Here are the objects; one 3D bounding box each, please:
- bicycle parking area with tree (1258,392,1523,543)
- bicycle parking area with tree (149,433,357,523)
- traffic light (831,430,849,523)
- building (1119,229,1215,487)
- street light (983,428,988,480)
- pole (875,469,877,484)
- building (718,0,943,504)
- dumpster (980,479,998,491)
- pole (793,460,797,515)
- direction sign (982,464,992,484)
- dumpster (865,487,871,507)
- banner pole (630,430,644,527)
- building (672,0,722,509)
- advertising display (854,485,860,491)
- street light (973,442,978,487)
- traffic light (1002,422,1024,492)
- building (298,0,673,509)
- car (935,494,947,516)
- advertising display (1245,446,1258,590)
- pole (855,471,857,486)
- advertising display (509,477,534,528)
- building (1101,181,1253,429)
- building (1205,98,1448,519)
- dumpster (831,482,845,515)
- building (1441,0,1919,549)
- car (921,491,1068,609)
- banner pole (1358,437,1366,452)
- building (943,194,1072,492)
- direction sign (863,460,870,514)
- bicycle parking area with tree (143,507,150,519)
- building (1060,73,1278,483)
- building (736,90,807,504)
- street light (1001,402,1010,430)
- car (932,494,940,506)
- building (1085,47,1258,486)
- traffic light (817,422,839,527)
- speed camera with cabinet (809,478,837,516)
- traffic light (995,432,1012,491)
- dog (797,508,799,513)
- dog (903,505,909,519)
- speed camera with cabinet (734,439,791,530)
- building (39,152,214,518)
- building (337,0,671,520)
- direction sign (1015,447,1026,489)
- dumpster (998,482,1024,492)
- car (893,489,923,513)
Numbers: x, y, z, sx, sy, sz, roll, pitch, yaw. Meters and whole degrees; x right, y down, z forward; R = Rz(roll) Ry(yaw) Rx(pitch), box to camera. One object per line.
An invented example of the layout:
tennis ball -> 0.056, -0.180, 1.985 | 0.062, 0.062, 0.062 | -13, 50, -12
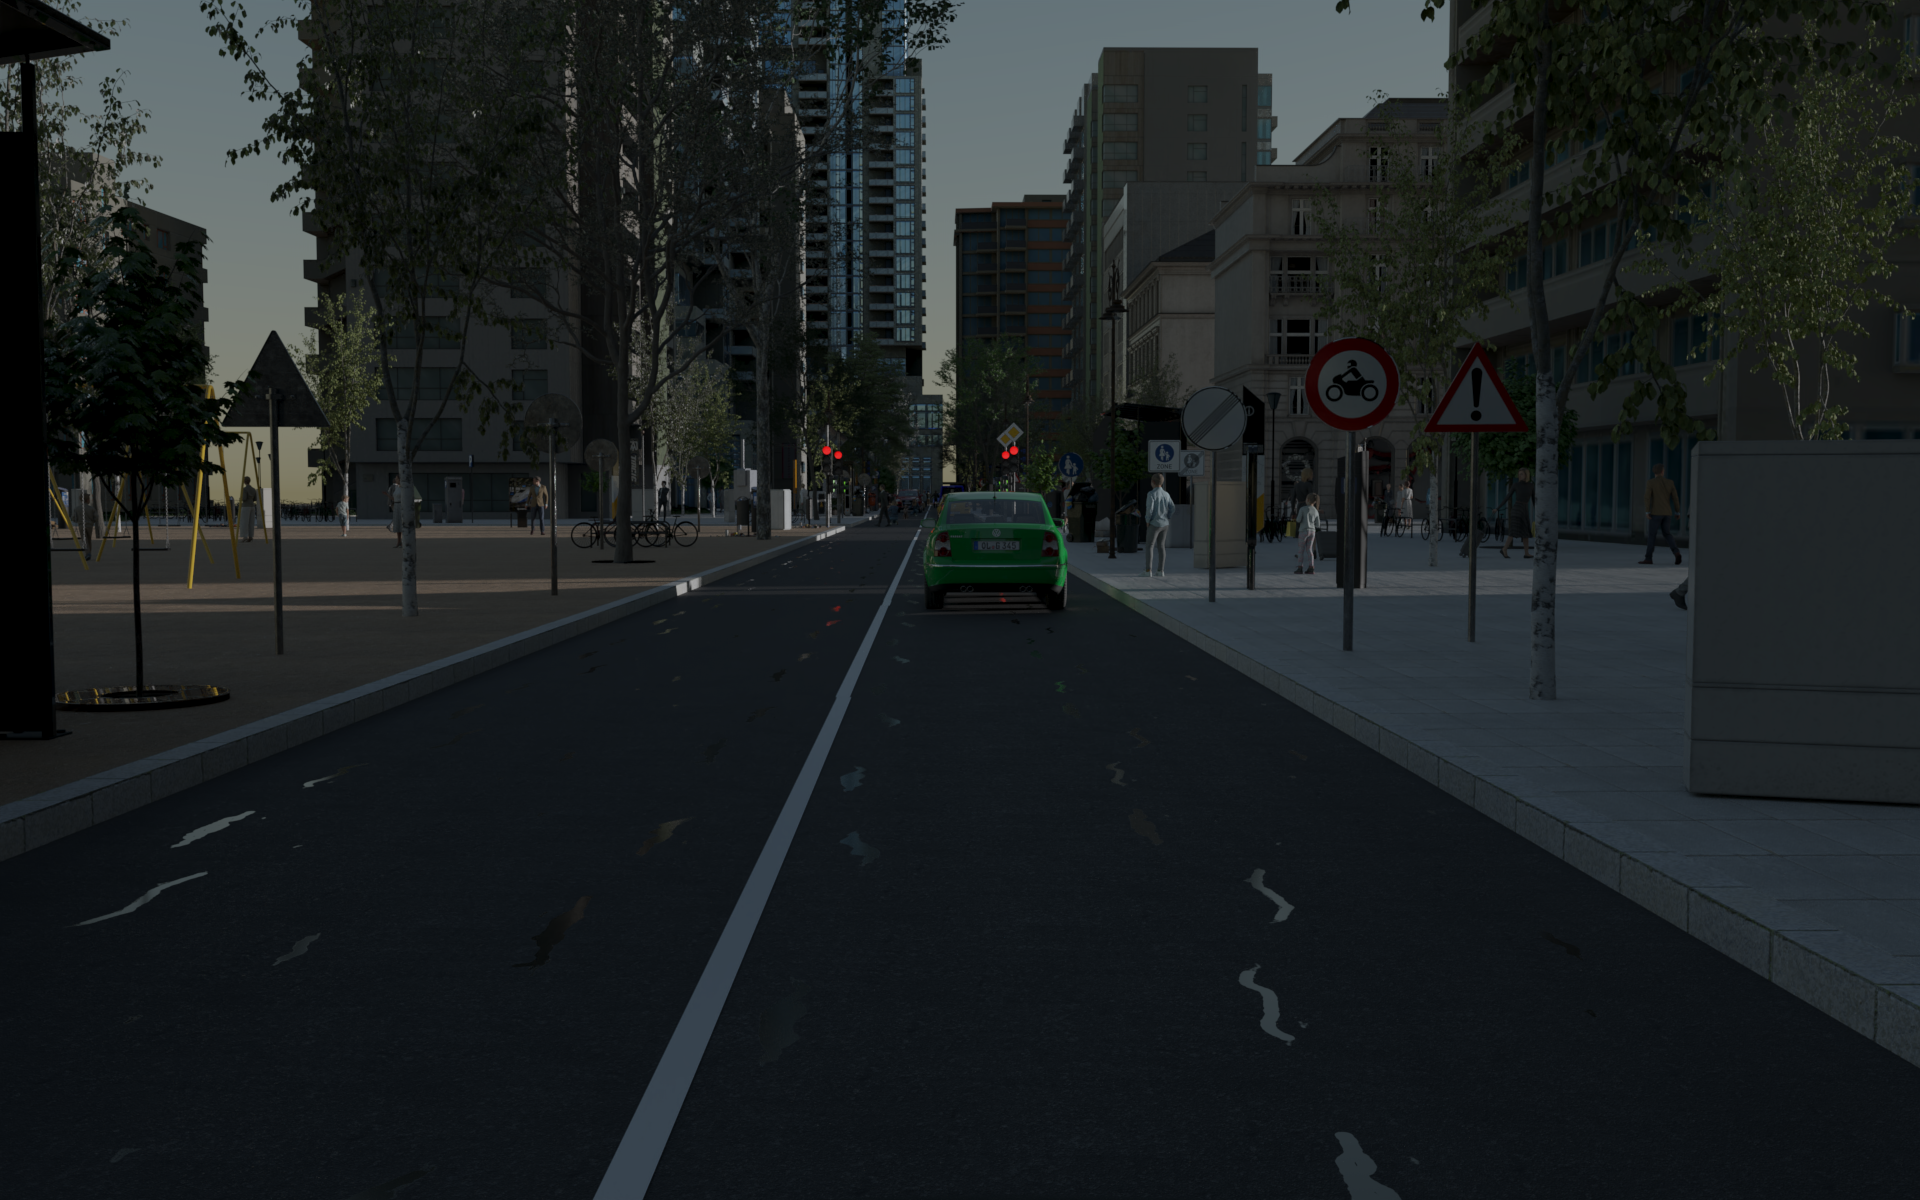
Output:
bicycle parking area with tree -> 11.393, -3.777, 48.754 | 8.231, 4.147, 9.016 | 1, 4, 13
bicycle parking area with tree -> -32.293, -5.722, 80.558 | 8.231, 4.147, 9.016 | -1, 4, -15
traffic light -> -5.288, -5.313, 75.788 | 0.839, 4.253, 0.868 | 0, 4, -1
building -> 17.461, -15.724, 121.712 | 10.561, 19.102, 19.286 | 0, 4, -1
street light -> 1.783, -8.940, 118.955 | 0.468, 5.910, 1.993 | 0, 4, -1
pole -> -6.587, -8.664, 135.503 | 0.158, 3.312, 0.155 | 0, 3, 0
building -> -18.073, -57.632, 254.958 | 31.000, 86.520, 22.319 | 0, 4, -1
dumpster -> 2.036, -6.980, 116.614 | 1.502, 2.255, 1.985 | 0, 4, -1
pole -> -9.854, -6.699, 103.380 | 0.158, 3.312, 0.155 | 0, 3, 0
direction sign -> 2.087, -8.518, 131.267 | 0.876, 3.537, 0.379 | 2, 4, 29
dumpster -> -7.282, -8.138, 138.822 | 1.264, 1.857, 1.865 | 0, 4, -1
banner pole -> -12.724, -4.789, 68.325 | 0.863, 3.779, 0.401 | 1, 4, 12
building -> -29.572, -52.086, 164.275 | 22.319, 86.520, 31.000 | 0, 4, -1
advertising display -> -7.637, -7.613, 129.682 | 0.974, 1.923, 0.123 | 2, 4, 29
street light -> 1.371, -10.882, 150.700 | 0.468, 5.910, 1.993 | 0, 4, -1
traffic light -> 2.084, -4.832, 67.921 | 0.839, 4.253, 0.868 | 0, 4, -1
building -> -31.676, -30.208, 117.597 | 21.300, 48.544, 21.600 | 0, 4, -1
car -> -0.348, -5.142, 94.293 | 2.015, 1.641, 3.980 | 0, 4, -3
advertising display -> 3.956, -1.121, 23.537 | 0.123, 1.923, 0.974 | 0, 4, 8
pole -> -8.074, -8.637, 135.058 | 0.158, 3.312, 0.155 | 0, 3, 0
advertising display -> -16.760, -3.736, 66.293 | 0.974, 1.923, 0.123 | 0, 4, -2
building -> 18.440, -19.762, 141.128 | 12.078, 24.808, 19.932 | 0, 4, -1
building -> 26.164, -15.380, 93.255 | 24.055, 21.916, 13.314 | 0, 4, -1
dumpster -> -7.419, -6.255, 104.763 | 1.502, 2.255, 1.985 | 0, 4, -1
building -> 26.687, -25.794, 45.433 | 21.300, 48.544, 21.600 | 0, 4, -1
car -> 0.441, -0.867, 22.967 | 1.959, 1.807, 4.718 | 0, 3, 0
banner pole -> 17.732, -5.287, 76.466 | 0.401, 3.779, 0.863 | 3, 5, 41
building -> 11.870, -36.768, 255.772 | 28.867, 44.769, 22.147 | 0, 4, -1
direction sign -> -6.174, -7.462, 113.995 | 0.379, 3.537, 0.876 | 2, 4, 32
bicycle parking area with tree -> -38.492, -6.401, 91.654 | 9.016, 4.147, 8.231 | 1, 4, 20
building -> 23.495, -35.513, 200.240 | 23.786, 49.044, 30.456 | 0, 4, -1
building -> -29.532, -35.527, 204.569 | 21.600, 48.544, 21.300 | 0, 4, -1
street light -> 2.296, -6.998, 87.211 | 0.468, 5.910, 1.993 | 0, 4, -1
car -> -2.467, -12.433, 212.866 | 1.945, 1.707, 3.694 | 0, 4, -2
building -> 19.708, -29.291, 162.509 | 14.154, 41.232, 14.086 | 0, 4, -1
traffic light -> -5.176, -4.825, 67.804 | 0.839, 4.253, 0.868 | 0, 4, -1
speed camera with cabinet -> -7.952, -6.500, 100.612 | 0.660, 3.252, 2.038 | 2, 4, 30
traffic light -> 1.972, -5.320, 75.905 | 0.839, 4.253, 0.868 | 0, 4, -1
dog -> -10.912, -6.367, 118.484 | 0.513, 0.831, 0.800 | -3, 5, -44
dog -> -3.015, -5.046, 99.335 | 0.513, 0.831, 0.800 | 3, 5, 39
speed camera with cabinet -> -7.130, -4.170, 62.511 | 2.038, 3.252, 0.660 | 1, 4, 21
building -> -63.295, -15.544, 99.192 | 28.899, 21.520, 27.650 | 0, 4, -1
building -> -23.677, -19.618, 92.453 | 14.160, 30.474, 14.107 | 0, 4, -1
direction sign -> 2.787, -5.560, 82.907 | 0.876, 3.537, 0.379 | 2, 4, 34
dumpster -> 2.416, -4.549, 80.133 | 1.264, 1.857, 1.865 | 0, 4, -1
car -> -3.961, -7.634, 133.495 | 2.281, 1.827, 5.304 | 0, 4, 1
